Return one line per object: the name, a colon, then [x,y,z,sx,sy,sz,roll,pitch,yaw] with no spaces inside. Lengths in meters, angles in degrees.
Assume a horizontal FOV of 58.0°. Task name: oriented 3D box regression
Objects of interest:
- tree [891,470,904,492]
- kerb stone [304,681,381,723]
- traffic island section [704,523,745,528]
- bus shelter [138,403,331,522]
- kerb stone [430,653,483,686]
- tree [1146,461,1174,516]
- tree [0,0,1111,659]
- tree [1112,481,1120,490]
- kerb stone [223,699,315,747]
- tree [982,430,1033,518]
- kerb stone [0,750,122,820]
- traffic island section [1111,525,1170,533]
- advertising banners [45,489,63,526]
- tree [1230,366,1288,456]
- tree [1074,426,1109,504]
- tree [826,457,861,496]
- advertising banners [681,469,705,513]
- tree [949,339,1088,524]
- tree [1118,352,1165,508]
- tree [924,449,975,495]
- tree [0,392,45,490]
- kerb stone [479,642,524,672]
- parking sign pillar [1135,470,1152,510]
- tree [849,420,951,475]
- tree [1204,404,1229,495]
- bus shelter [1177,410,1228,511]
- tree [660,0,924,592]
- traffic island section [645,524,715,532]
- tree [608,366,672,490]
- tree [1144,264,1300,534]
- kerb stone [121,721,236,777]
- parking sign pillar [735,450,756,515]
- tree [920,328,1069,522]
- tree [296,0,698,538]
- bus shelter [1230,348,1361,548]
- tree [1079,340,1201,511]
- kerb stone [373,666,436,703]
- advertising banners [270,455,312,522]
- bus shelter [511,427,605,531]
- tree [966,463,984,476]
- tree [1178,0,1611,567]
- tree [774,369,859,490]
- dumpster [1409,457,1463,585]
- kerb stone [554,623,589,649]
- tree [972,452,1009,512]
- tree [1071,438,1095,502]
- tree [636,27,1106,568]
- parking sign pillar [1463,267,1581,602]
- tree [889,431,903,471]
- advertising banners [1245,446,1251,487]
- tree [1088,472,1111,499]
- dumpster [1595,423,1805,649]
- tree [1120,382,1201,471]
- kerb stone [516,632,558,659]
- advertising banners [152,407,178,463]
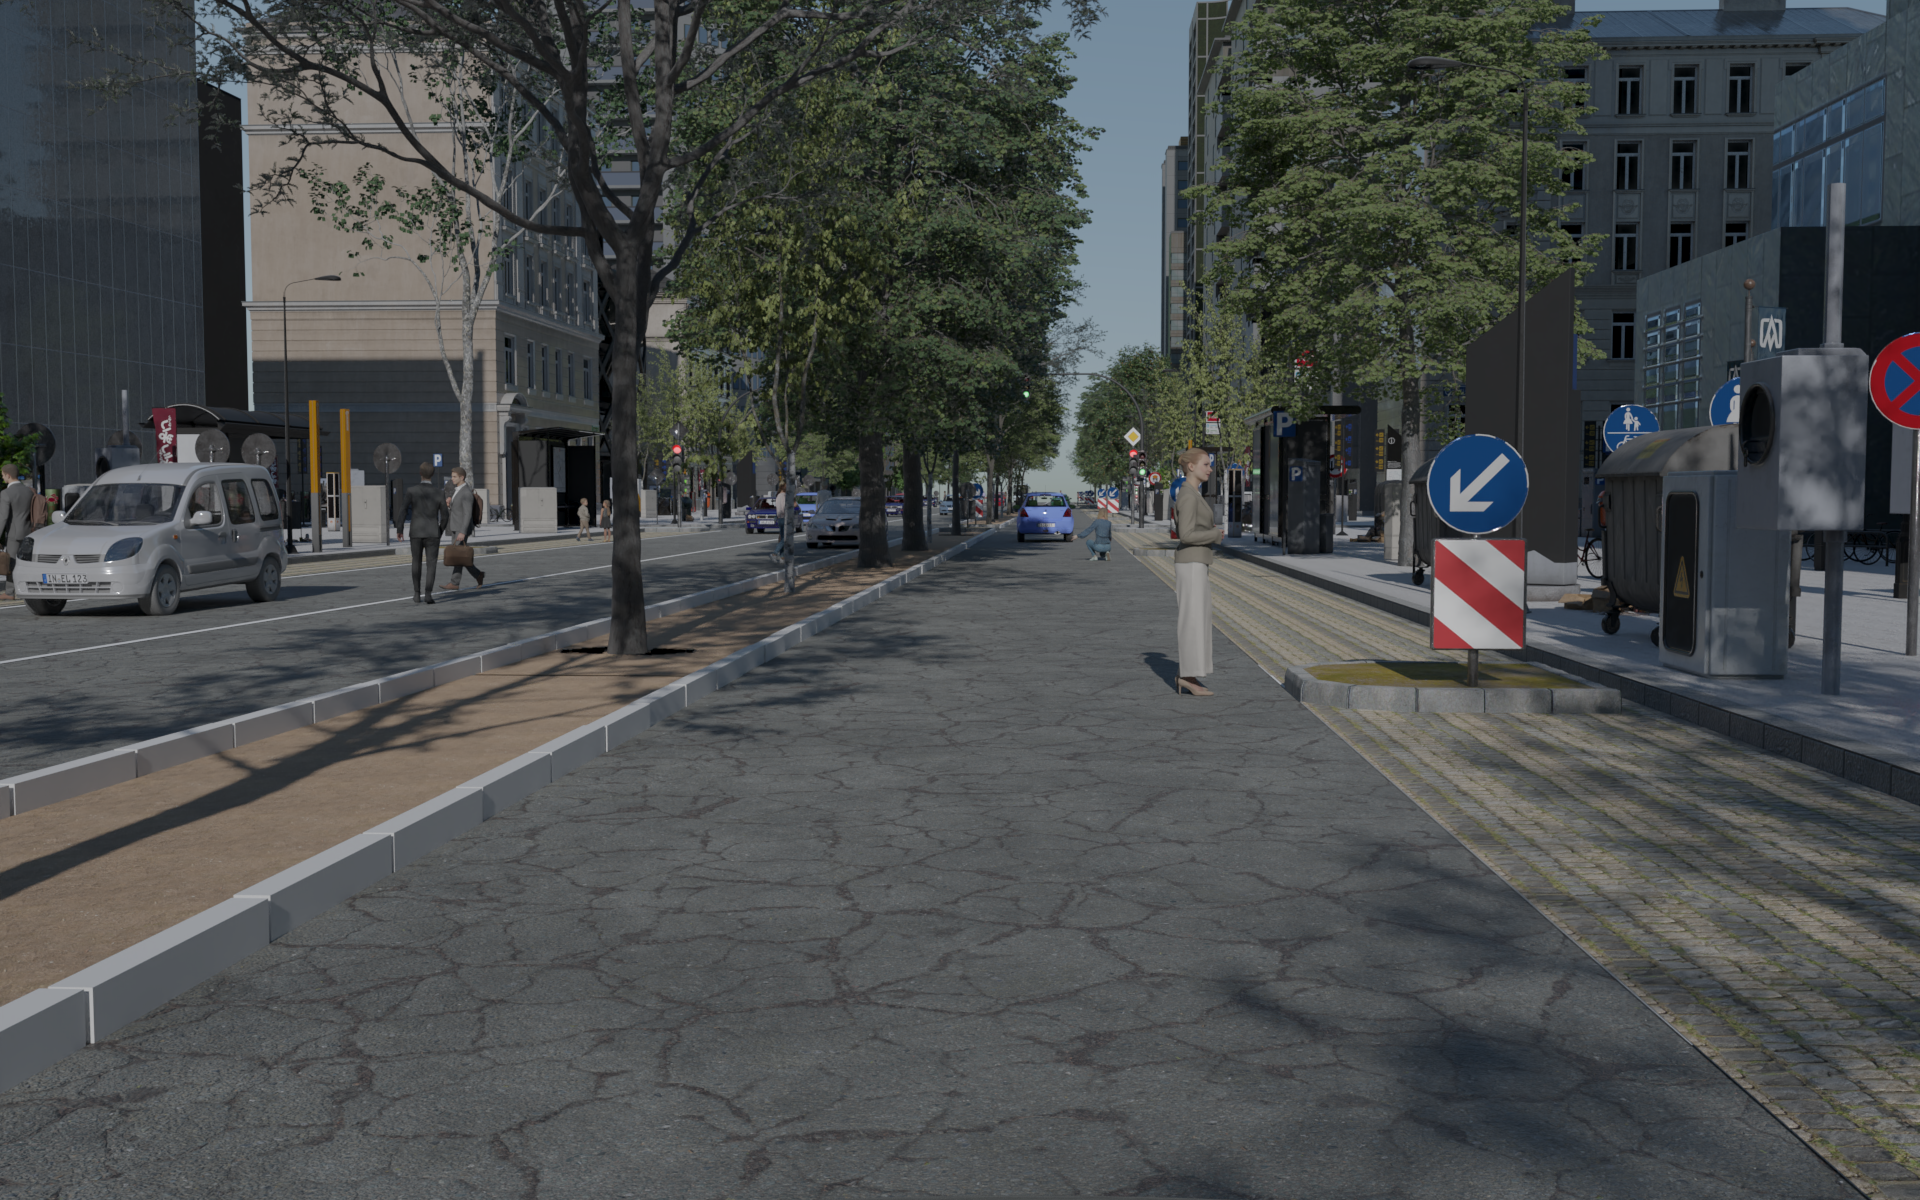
tree: [-5.918,-12.640,190.377,4.285,4.588,4.351,0,3,0]
kerb stone: [-4.032,0.670,11.241,0.120,0.150,1.000,0,4,3]
traffic island section: [-10.253,-3.169,74.094,2.009,0.180,2.903,0,4,3]
bus shelter: [-17.163,-2.904,41.403,2.014,3.302,5.546,0,4,3]
kerb stone: [-3.908,0.551,13.284,0.120,0.150,1.000,0,4,3]
tree: [11.701,-6.484,100.607,1.663,3.219,1.824,0,3,0]
tree: [-3.001,-6.265,15.264,12.009,13.543,11.850,0,3,0]
tree: [15.471,-10.406,164.741,1.663,3.219,1.824,0,3,0]
kerb stone: [-4.096,0.735,10.218,0.120,0.150,1.000,0,4,3]
tree: [2.504,-9.175,102.838,4.360,8.622,3.978,0,3,0]
kerb stone: [-4.214,0.858,8.170,0.120,0.150,1.000,0,4,3]
traffic island section: [6.832,-2.618,65.077,2.009,0.180,2.903,0,4,3]
advertising banners: [-22.417,-2.761,41.324,2.074,3.025,0.090,0,4,-1]
tree: [18.235,-9.150,99.971,4.360,8.622,3.978,0,3,0]
tree: [19.499,-19.824,242.254,7.486,12.596,7.792,0,3,0]
tree: [-9.256,-9.621,141.012,4.285,4.588,4.351,0,3,0]
advertising banners: [-18.973,-7.734,122.634,2.074,3.025,0.090,-2,4,-31]
tree: [1.286,-8.731,79.617,8.767,10.594,7.601,0,4,3]
tree: [14.595,-15.179,154.827,9.857,13.997,8.962,0,3,0]
tree: [-1.752,-21.420,267.226,9.611,12.733,9.660,0,3,0]
tree: [-15.778,-2.064,28.345,1.663,3.219,1.824,0,3,0]
kerb stone: [-3.842,0.489,14.306,0.120,0.150,1.000,0,4,3]
parking sign pillar: [14.749,-9.190,138.726,1.447,3.967,1.447,-3,4,-37]
tree: [-7.274,-14.473,162.390,9.928,11.665,9.643,0,3,0]
tree: [20.647,-11.409,136.894,4.360,8.622,3.978,0,3,0]
bus shelter: [11.317,-6.320,80.961,2.179,5.291,8.768,0,4,3]
tree: [-2.499,-4.422,25.117,4.737,8.622,4.395,0,3,0]
traffic island section: [-10.728,-2.682,66.123,2.009,0.180,2.903,0,4,3]
tree: [-18.384,-9.136,99.731,4.360,8.622,3.978,0,3,0]
tree: [8.681,-6.421,55.350,4.737,8.622,4.395,0,3,0]
kerb stone: [-4.159,0.795,9.198,0.120,0.150,1.000,0,4,3]
parking sign pillar: [-13.139,-7.220,106.512,1.447,3.967,1.447,3,5,41]
tree: [1.613,-10.189,87.179,7.486,12.596,7.792,0,3,0]
tree: [-13.812,-11.988,51.898,12.611,20.169,13.585,0,3,0]
bus shelter: [8.667,-4.132,45.184,2.179,5.291,8.768,0,4,3]
tree: [13.625,-12.960,128.900,9.611,12.733,9.660,0,3,0]
kerb stone: [-3.968,0.610,12.261,0.120,0.150,1.000,0,4,3]
advertising banners: [-30.152,-4.999,77.919,0.090,3.025,2.074,3,5,42]
bus shelter: [-14.644,-4.414,63.458,1.731,3.624,6.357,0,4,4]
tree: [0.807,-22.865,299.594,9.928,11.665,9.643,0,3,0]
tree: [7.582,-6.869,30.439,7.486,12.596,7.792,0,3,0]
tree: [-10.241,-12.930,129.528,7.486,12.596,7.792,0,3,0]
dumpster: [6.903,-1.088,23.553,1.264,1.857,1.865,0,4,3]
kerb stone: [-3.719,0.358,16.346,0.120,0.150,1.000,0,4,3]
tree: [-0.923,-5.983,50.643,4.737,8.622,4.395,0,3,0]
tree: [21.447,-21.332,274.534,9.928,11.665,9.643,0,3,0]
tree: [-1.657,-7.588,33.173,9.857,13.997,8.962,0,3,0]
parking sign pillar: [6.883,-2.004,21.230,1.447,3.967,1.447,3,5,41]
tree: [-4.557,-18.439,219.600,7.486,12.596,7.792,0,3,0]
advertising banners: [10.697,-4.061,62.589,0.090,3.025,2.074,-1,4,-14]
tree: [17.740,-16.609,205.966,7.601,10.594,8.767,2,4,24]
dumpster: [6.407,-0.567,15.033,1.264,1.857,1.865,0,4,4]
tree: [12.659,-9.900,112.226,4.360,8.622,3.978,0,3,0]
kerb stone: [-3.785,0.420,15.326,0.120,0.150,1.000,0,4,3]
advertising banners: [-15.268,-2.367,34.895,2.074,3.025,0.090,0,4,7]
